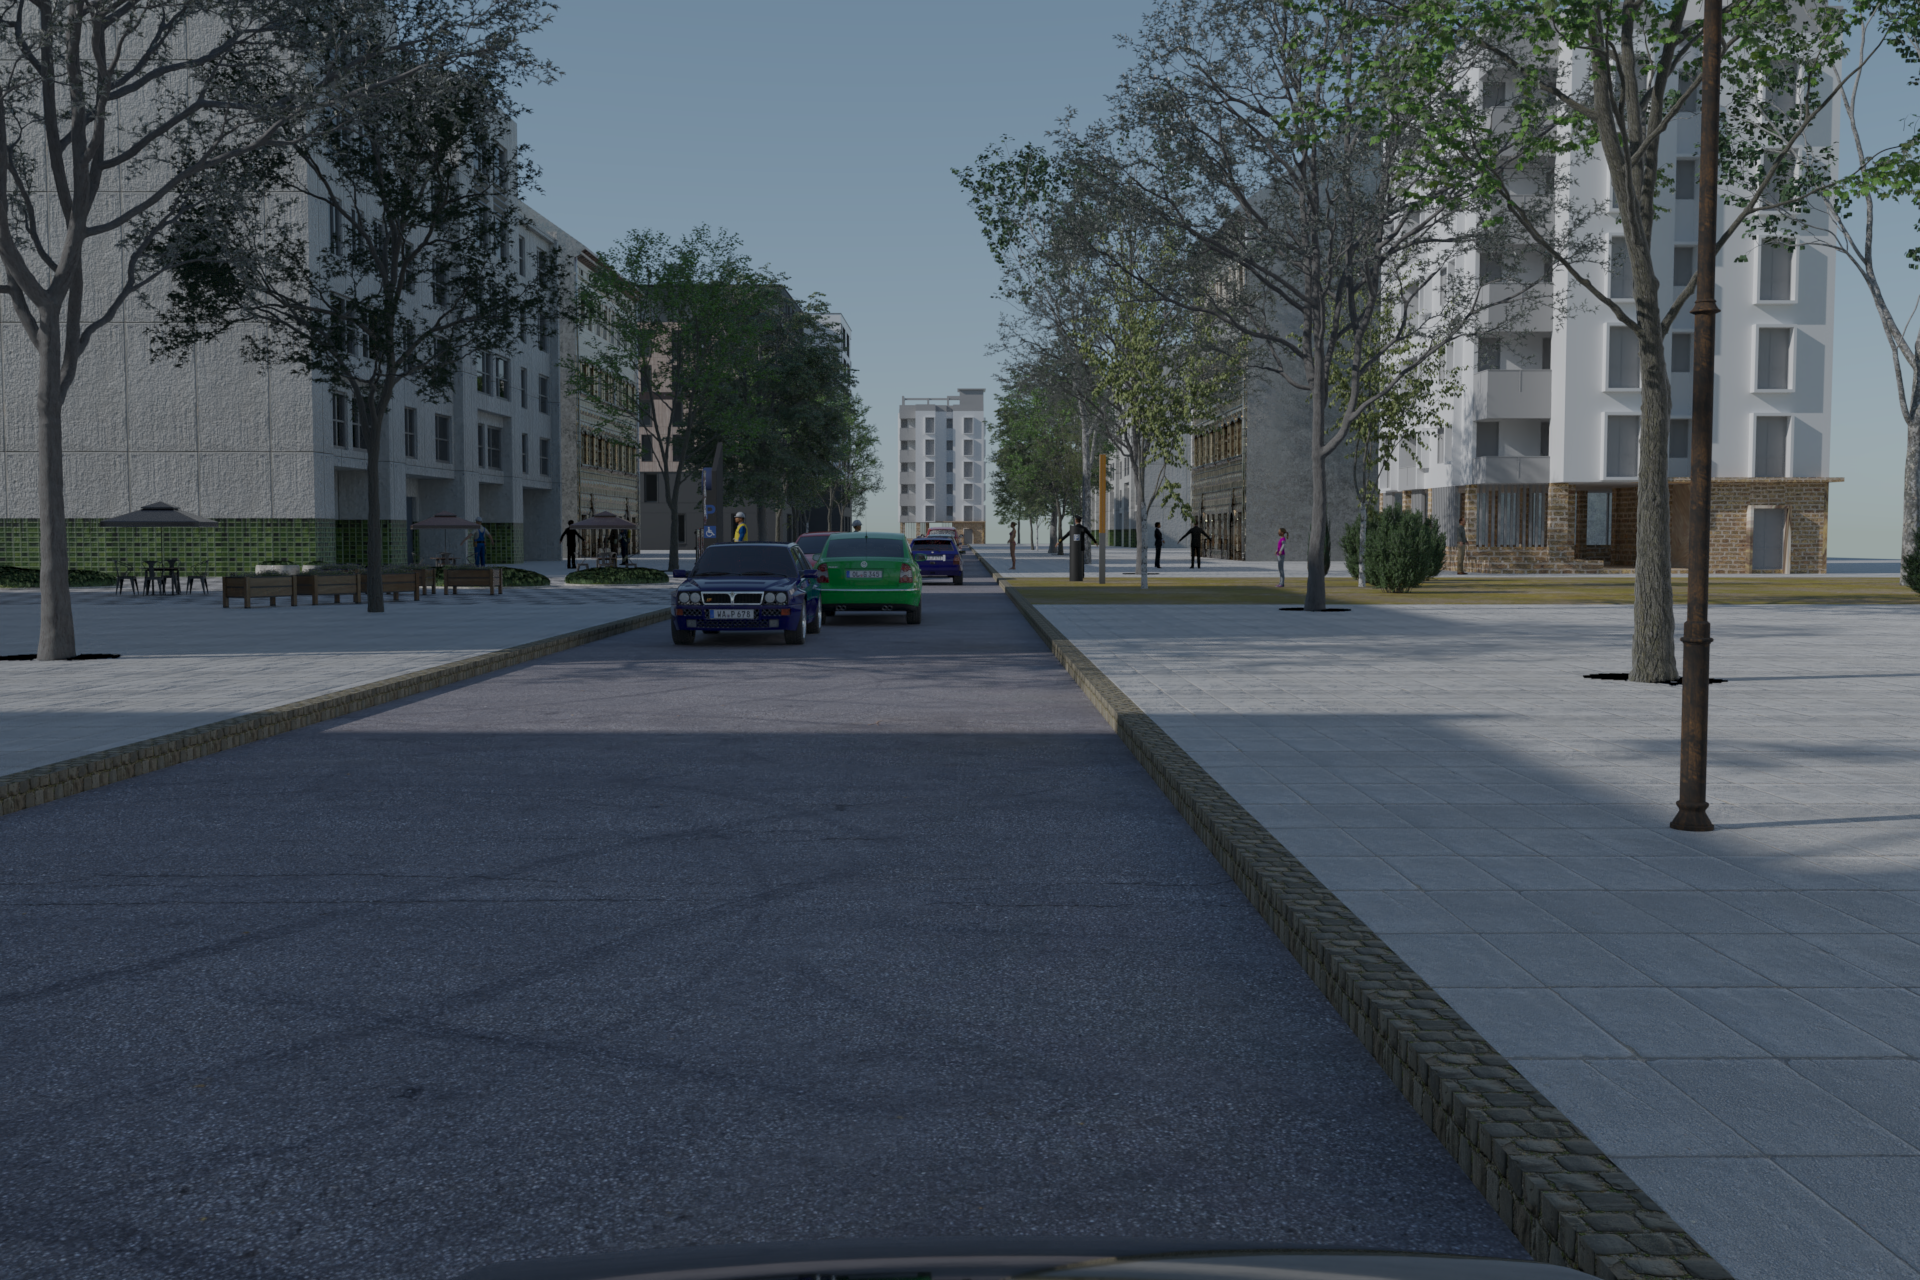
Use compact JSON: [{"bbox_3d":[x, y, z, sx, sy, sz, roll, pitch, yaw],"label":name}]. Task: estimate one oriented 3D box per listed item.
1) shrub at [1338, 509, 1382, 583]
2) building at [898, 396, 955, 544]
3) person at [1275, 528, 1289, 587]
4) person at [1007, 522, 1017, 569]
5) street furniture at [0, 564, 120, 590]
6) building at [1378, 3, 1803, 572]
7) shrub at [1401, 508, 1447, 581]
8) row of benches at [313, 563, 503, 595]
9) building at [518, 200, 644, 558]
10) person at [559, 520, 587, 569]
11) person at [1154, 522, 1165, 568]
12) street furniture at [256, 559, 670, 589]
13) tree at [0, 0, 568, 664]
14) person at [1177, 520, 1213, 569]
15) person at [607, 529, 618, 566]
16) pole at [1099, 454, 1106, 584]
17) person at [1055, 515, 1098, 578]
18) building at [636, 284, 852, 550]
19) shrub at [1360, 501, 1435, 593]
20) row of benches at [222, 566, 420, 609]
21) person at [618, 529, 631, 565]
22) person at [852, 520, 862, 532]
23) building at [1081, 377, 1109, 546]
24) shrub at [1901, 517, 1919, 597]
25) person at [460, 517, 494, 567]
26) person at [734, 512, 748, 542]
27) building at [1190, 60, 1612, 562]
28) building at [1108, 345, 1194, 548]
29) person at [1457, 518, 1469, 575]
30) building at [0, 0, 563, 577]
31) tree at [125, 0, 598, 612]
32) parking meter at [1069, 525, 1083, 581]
[{"bbox_3d":[10.751,-2.498,45.264,1.690,2.028,1.600,0,3,0],"label":"shrub"},{"bbox_3d":[-7.848,-22.674,229.592,11.380,20.090,16.016,1,4,9],"label":"building"},{"bbox_3d":[7.721,-1.998,41.938,0.599,1.433,0.991,0,4,5],"label":"person"},{"bbox_3d":[1.846,-3.435,62.958,0.721,1.733,1.217,1,4,9],"label":"person"},{"bbox_3d":[-25.127,-1.698,43.386,5.734,0.657,10.072,-3,4,-39],"label":"street furniture"},{"bbox_3d":[21.971,-12.944,68.055,16.016,20.090,11.380,0,3,0],"label":"building"},{"bbox_3d":[12.586,-2.634,47.489,1.690,2.028,1.600,0,3,0],"label":"shrub"},{"bbox_3d":[-11.825,-1.300,36.721,4.104,0.672,1.422,0,4,3],"label":"row of benches"},{"bbox_3d":[-29.489,-16.463,100.091,19.493,23.208,18.063,0,4,-1],"label":"building"},{"bbox_3d":[-14.323,-3.532,63.935,1.347,1.806,0.705,2,4,31],"label":"person"},{"bbox_3d":[7.483,-3.550,64.770,0.721,1.740,1.216,0,4,-5],"label":"person"},{"bbox_3d":[-12.745,-1.736,44.005,10.072,0.657,5.734,1,4,18],"label":"street furniture"},{"bbox_3d":[-9.301,-6.551,17.478,12.009,13.543,11.850,0,3,0],"label":"tree"},{"bbox_3d":[8.762,-3.558,64.398,1.346,1.802,0.704,0,4,-4],"label":"person"},{"bbox_3d":[-13.366,-3.704,66.694,0.704,1.812,1.346,-2,4,-26],"label":"person"},{"bbox_3d":[3.657,-3.097,44.472,0.158,3.312,0.155,0,3,0],"label":"pole"},{"bbox_3d":[3.413,-2.704,50.139,1.347,1.837,0.705,-1,4,-21],"label":"person"},{"bbox_3d":[-24.929,-19.215,158.132,27.936,21.610,32.646,0,4,0],"label":"building"},{"bbox_3d":[9.498,-2.035,37.688,1.690,2.028,1.600,0,3,0],"label":"shrub"},{"bbox_3d":[-11.550,-0.995,31.733,1.422,0.672,4.104,2,4,29],"label":"row of benches"},{"bbox_3d":[-13.833,-4.005,71.255,0.705,1.856,1.354,1,4,14],"label":"person"},{"bbox_3d":[-2.365,-1.977,41.253,0.721,1.772,1.216,-2,4,-33],"label":"person"},{"bbox_3d":[23.610,-20.538,202.256,16.747,18.905,31.486,0,3,0],"label":"building"},{"bbox_3d":[18.768,-1.762,32.849,1.661,2.075,1.752,0,3,0],"label":"shrub"},{"bbox_3d":[-15.685,-3.094,56.448,0.705,1.847,1.347,2,4,35],"label":"person"},{"bbox_3d":[-5.525,-2.290,43.415,0.705,1.833,1.349,-1,4,-9],"label":"person"},{"bbox_3d":[22.471,-15.799,89.243,19.493,23.208,18.063,0,3,0],"label":"building"},{"bbox_3d":[24.404,-18.613,170.785,16.747,18.905,31.486,0,3,0],"label":"building"},{"bbox_3d":[15.867,-2.962,54.694,0.705,1.796,1.348,2,4,25],"label":"person"},{"bbox_3d":[-27.446,-12.243,66.636,16.747,18.905,31.486,0,4,0],"label":"building"},{"bbox_3d":[-9.727,-5.714,27.830,8.767,10.594,7.601,1,4,17],"label":"tree"},{"bbox_3d":[3.156,-2.359,46.985,0.372,1.533,0.369,0,3,0],"label":"parking meter"}]
